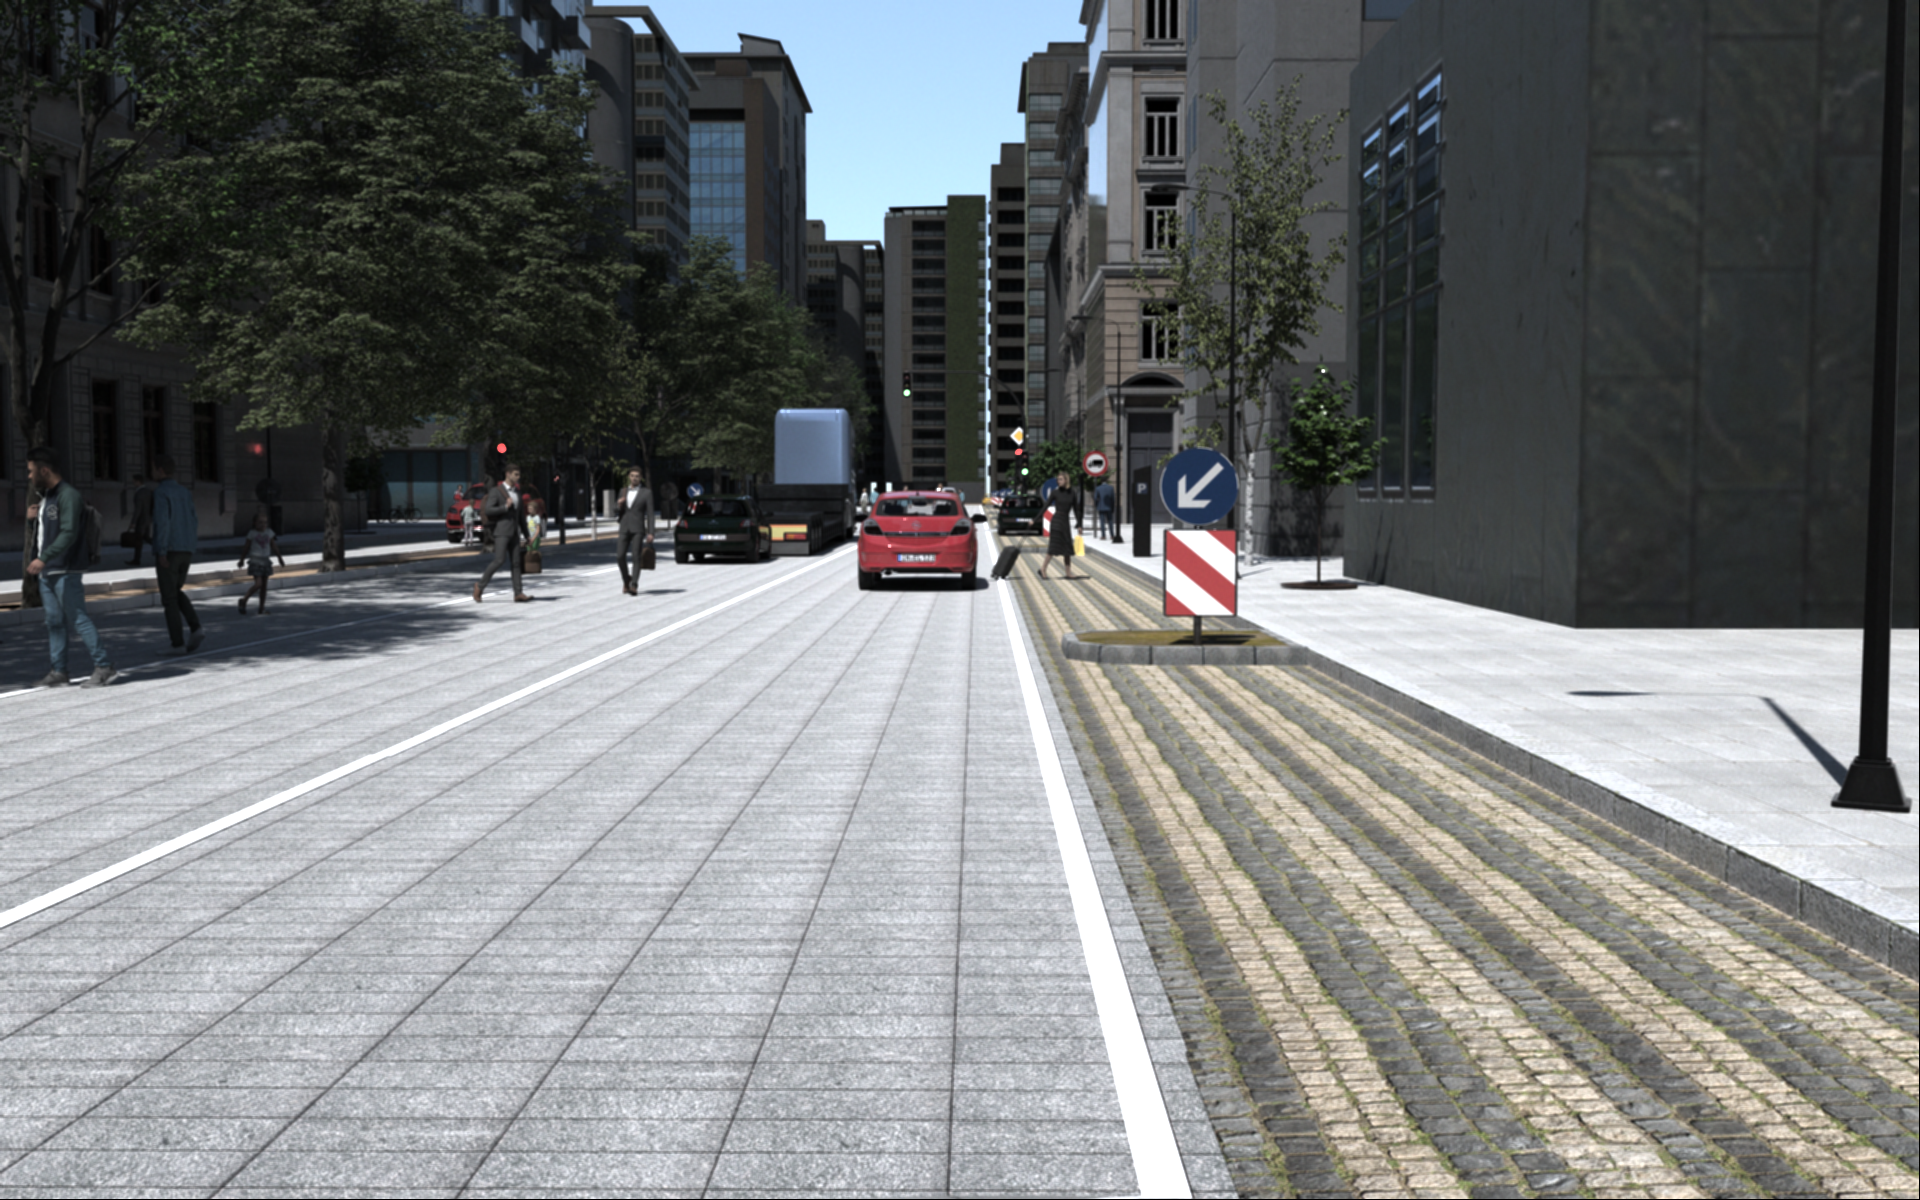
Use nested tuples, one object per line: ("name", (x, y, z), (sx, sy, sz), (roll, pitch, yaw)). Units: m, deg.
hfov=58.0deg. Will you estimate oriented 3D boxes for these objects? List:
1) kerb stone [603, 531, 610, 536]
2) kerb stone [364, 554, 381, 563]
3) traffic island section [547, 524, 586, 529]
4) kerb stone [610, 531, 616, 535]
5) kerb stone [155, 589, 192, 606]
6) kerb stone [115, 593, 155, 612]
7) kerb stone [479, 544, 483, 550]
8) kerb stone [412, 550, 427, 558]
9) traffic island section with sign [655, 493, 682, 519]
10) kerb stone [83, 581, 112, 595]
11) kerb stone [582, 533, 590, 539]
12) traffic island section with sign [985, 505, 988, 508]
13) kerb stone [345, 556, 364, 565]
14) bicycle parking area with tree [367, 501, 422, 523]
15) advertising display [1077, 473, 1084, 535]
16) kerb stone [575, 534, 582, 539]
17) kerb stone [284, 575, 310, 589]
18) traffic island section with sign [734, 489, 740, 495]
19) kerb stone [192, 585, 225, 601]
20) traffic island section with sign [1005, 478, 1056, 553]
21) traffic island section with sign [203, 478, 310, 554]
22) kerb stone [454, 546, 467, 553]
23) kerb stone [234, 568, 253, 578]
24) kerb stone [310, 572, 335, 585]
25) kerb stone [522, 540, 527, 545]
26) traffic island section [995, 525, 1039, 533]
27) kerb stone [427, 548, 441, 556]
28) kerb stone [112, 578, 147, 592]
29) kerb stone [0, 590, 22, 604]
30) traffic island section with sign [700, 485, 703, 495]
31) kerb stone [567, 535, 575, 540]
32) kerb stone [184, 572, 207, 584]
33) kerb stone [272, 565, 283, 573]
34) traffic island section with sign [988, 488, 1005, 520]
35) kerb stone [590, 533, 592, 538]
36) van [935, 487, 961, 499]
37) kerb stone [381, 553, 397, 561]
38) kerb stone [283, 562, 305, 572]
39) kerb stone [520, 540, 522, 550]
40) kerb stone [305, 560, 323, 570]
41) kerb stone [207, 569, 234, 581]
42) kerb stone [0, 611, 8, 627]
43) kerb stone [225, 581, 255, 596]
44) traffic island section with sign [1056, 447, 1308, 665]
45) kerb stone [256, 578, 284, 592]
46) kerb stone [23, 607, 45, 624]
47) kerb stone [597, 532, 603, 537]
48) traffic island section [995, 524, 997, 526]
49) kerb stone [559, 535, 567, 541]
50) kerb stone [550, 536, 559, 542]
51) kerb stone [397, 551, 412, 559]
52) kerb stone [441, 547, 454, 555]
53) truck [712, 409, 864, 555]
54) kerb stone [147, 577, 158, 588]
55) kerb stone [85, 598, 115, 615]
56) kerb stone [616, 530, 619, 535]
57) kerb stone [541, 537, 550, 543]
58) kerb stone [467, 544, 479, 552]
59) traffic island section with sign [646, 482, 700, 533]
("kerb stone", (-12.088, -2.221, 58.511), (0.120, 0.150, 1.000), (0, 4, 1))
("kerb stone", (-12.313, -0.837, 35.950), (0.120, 0.150, 1.000), (0, 4, 1))
("traffic island section", (-16.858, -3.066, 72.404), (2.009, 0.180, 2.903), (0, 4, 1))
("kerb stone", (-12.079, -2.283, 59.534), (0.120, 0.150, 1.000), (0, 4, 1))
("kerb stone", (-10.341, -0.025, 22.598), (0.120, 0.150, 1.000), (0, 4, 1))
("kerb stone", (-10.358, 0.038, 21.576), (0.120, 0.150, 1.000), (0, 4, 1))
("kerb stone", (-12.224, -1.342, 44.144), (0.120, 0.150, 1.000), (0, 4, 1))
("kerb stone", (-12.280, -1.027, 39.016), (0.120, 0.150, 1.000), (0, 4, 1))
("traffic island section with sign", (-16.285, -5.458, 97.868), (1.989, 1.847, 2.006), (0, 4, 1))
("kerb stone", (-12.428, -0.152, 24.686), (0.120, 0.150, 1.000), (0, 4, 1))
("kerb stone", (-12.112, -2.033, 55.439), (0.120, 0.150, 1.000), (0, 4, 1))
("traffic island section with sign", (3.003, -7.059, 124.039), (1.989, 1.847, 2.006), (0, 4, 1))
("kerb stone", (-12.317, -0.779, 34.928), (0.120, 0.150, 1.000), (0, 4, 1))
("bicycle parking area with tree", (-29.358, -5.508, 77.060), (8.231, 4.147, 9.016), (3, 4, 39))
("advertising display", (3.805, -3.027, 54.706), (0.123, 1.923, 0.974), (0, 4, -2))
("kerb stone", (-12.125, -1.966, 54.418), (0.120, 0.150, 1.000), (0, 4, 1))
("kerb stone", (-10.304, -0.270, 26.690), (0.120, 0.150, 1.000), (0, 4, 1))
("traffic island section with sign", (-16.000, -7.143, 125.419), (1.989, 1.847, 2.006), (0, 4, 1))
("kerb stone", (-10.336, -0.083, 23.621), (0.120, 0.150, 1.000), (0, 4, 1))
("traffic island section with sign", (2.189, -2.067, 42.422), (1.989, 1.847, 2.006), (0, 4, 1))
("traffic island section with sign", (-16.838, -2.025, 41.733), (1.989, 1.847, 2.006), (0, 4, 1))
("kerb stone", (-12.251, -1.217, 42.092), (0.120, 0.150, 1.000), (0, 4, 1))
("kerb stone", (-12.368, -0.466, 29.811), (0.120, 0.150, 1.000), (0, 4, 1))
("kerb stone", (-10.296, -0.337, 27.711), (0.120, 0.150, 1.000), (0, 4, 1))
("kerb stone", (-12.187, -1.586, 48.254), (0.120, 0.150, 1.000), (0, 4, 1))
("traffic island section", (2.402, -2.565, 64.222), (2.009, 0.180, 2.903), (0, 4, 1))
("kerb stone", (-12.268, -1.088, 40.041), (0.120, 0.150, 1.000), (0, 4, 1))
("kerb stone", (-12.407, -0.213, 25.713), (0.120, 0.150, 1.000), (0, 4, 1))
("kerb stone", (-12.450, -0.025, 22.635), (0.120, 0.150, 1.000), (0, 4, 1))
("traffic island section with sign", (-10.886, -3.906, 72.001), (2.006, 1.907, 1.989), (0, 4, 1))
("kerb stone", (-12.138, -1.908, 53.392), (0.120, 0.150, 1.000), (0, 4, 1))
("kerb stone", (-12.393, -0.339, 27.764), (0.120, 0.150, 1.000), (0, 4, 1))
("kerb stone", (-12.366, -0.529, 30.837), (0.120, 0.150, 1.000), (0, 4, 1))
("traffic island section with sign", (2.734, -5.410, 97.085), (1.989, 1.847, 2.006), (0, 4, 1))
("kerb stone", (-12.101, -2.087, 56.468), (0.120, 0.150, 1.000), (0, 4, 1))
("van", (-0.952, -6.405, 111.734), (2.013, 2.044, 4.112), (0, 4, -1))
("kerb stone", (-12.298, -0.901, 36.972), (0.120, 0.150, 1.000), (0, 4, 1))
("kerb stone", (-12.350, -0.588, 31.859), (0.120, 0.150, 1.000), (0, 4, 1))
("kerb stone", (-12.204, -1.531, 47.230), (0.120, 0.150, 1.000), (0, 4, 1))
("kerb stone", (-12.344, -0.654, 32.880), (0.120, 0.150, 1.000), (0, 4, 1))
("kerb stone", (-12.388, -0.403, 28.790), (0.120, 0.150, 1.000), (0, 4, 1))
("kerb stone", (-10.385, 0.225, 18.511), (0.120, 0.150, 1.000), (0, 4, 1))
("kerb stone", (-10.331, -0.146, 24.646), (0.120, 0.150, 1.000), (0, 4, 1))
("traffic island section with sign", (1.916, -0.411, 15.346), (1.989, 1.847, 2.006), (0, 4, 1))
("kerb stone", (-10.322, -0.212, 25.668), (0.120, 0.150, 1.000), (0, 4, 1))
("kerb stone", (-10.376, 0.163, 19.533), (0.120, 0.150, 1.000), (0, 4, 1))
("kerb stone", (-12.091, -2.155, 57.490), (0.120, 0.150, 1.000), (0, 4, 1))
("traffic island section", (2.482, -3.054, 72.207), (2.009, 0.180, 2.903), (0, 4, 1))
("kerb stone", (-12.145, -1.845, 52.367), (0.120, 0.150, 1.000), (0, 4, 1))
("kerb stone", (-12.152, -1.779, 51.343), (0.120, 0.150, 1.000), (0, 4, 1))
("kerb stone", (-12.295, -0.966, 37.994), (0.120, 0.150, 1.000), (0, 4, 1))
("kerb stone", (-12.263, -1.151, 41.066), (0.120, 0.150, 1.000), (0, 4, 1))
("truck", (-4.640, -3.611, 48.797), (2.967, 4.110, 18.799), (0, 3, 0))
("kerb stone", (-12.403, -0.278, 26.742), (0.120, 0.150, 1.000), (0, 4, 1))
("kerb stone", (-10.364, 0.100, 20.555), (0.120, 0.150, 1.000), (0, 4, 1))
("kerb stone", (-12.070, -2.346, 60.556), (0.120, 0.150, 1.000), (0, 4, 1))
("kerb stone", (-12.165, -1.719, 50.306), (0.120, 0.150, 1.000), (0, 4, 1))
("kerb stone", (-12.240, -1.280, 43.122), (0.120, 0.150, 1.000), (0, 4, 1))
("traffic island section with sign", (-10.970, -3.453, 64.594), (2.006, 1.907, 1.989), (0, 4, 1))
